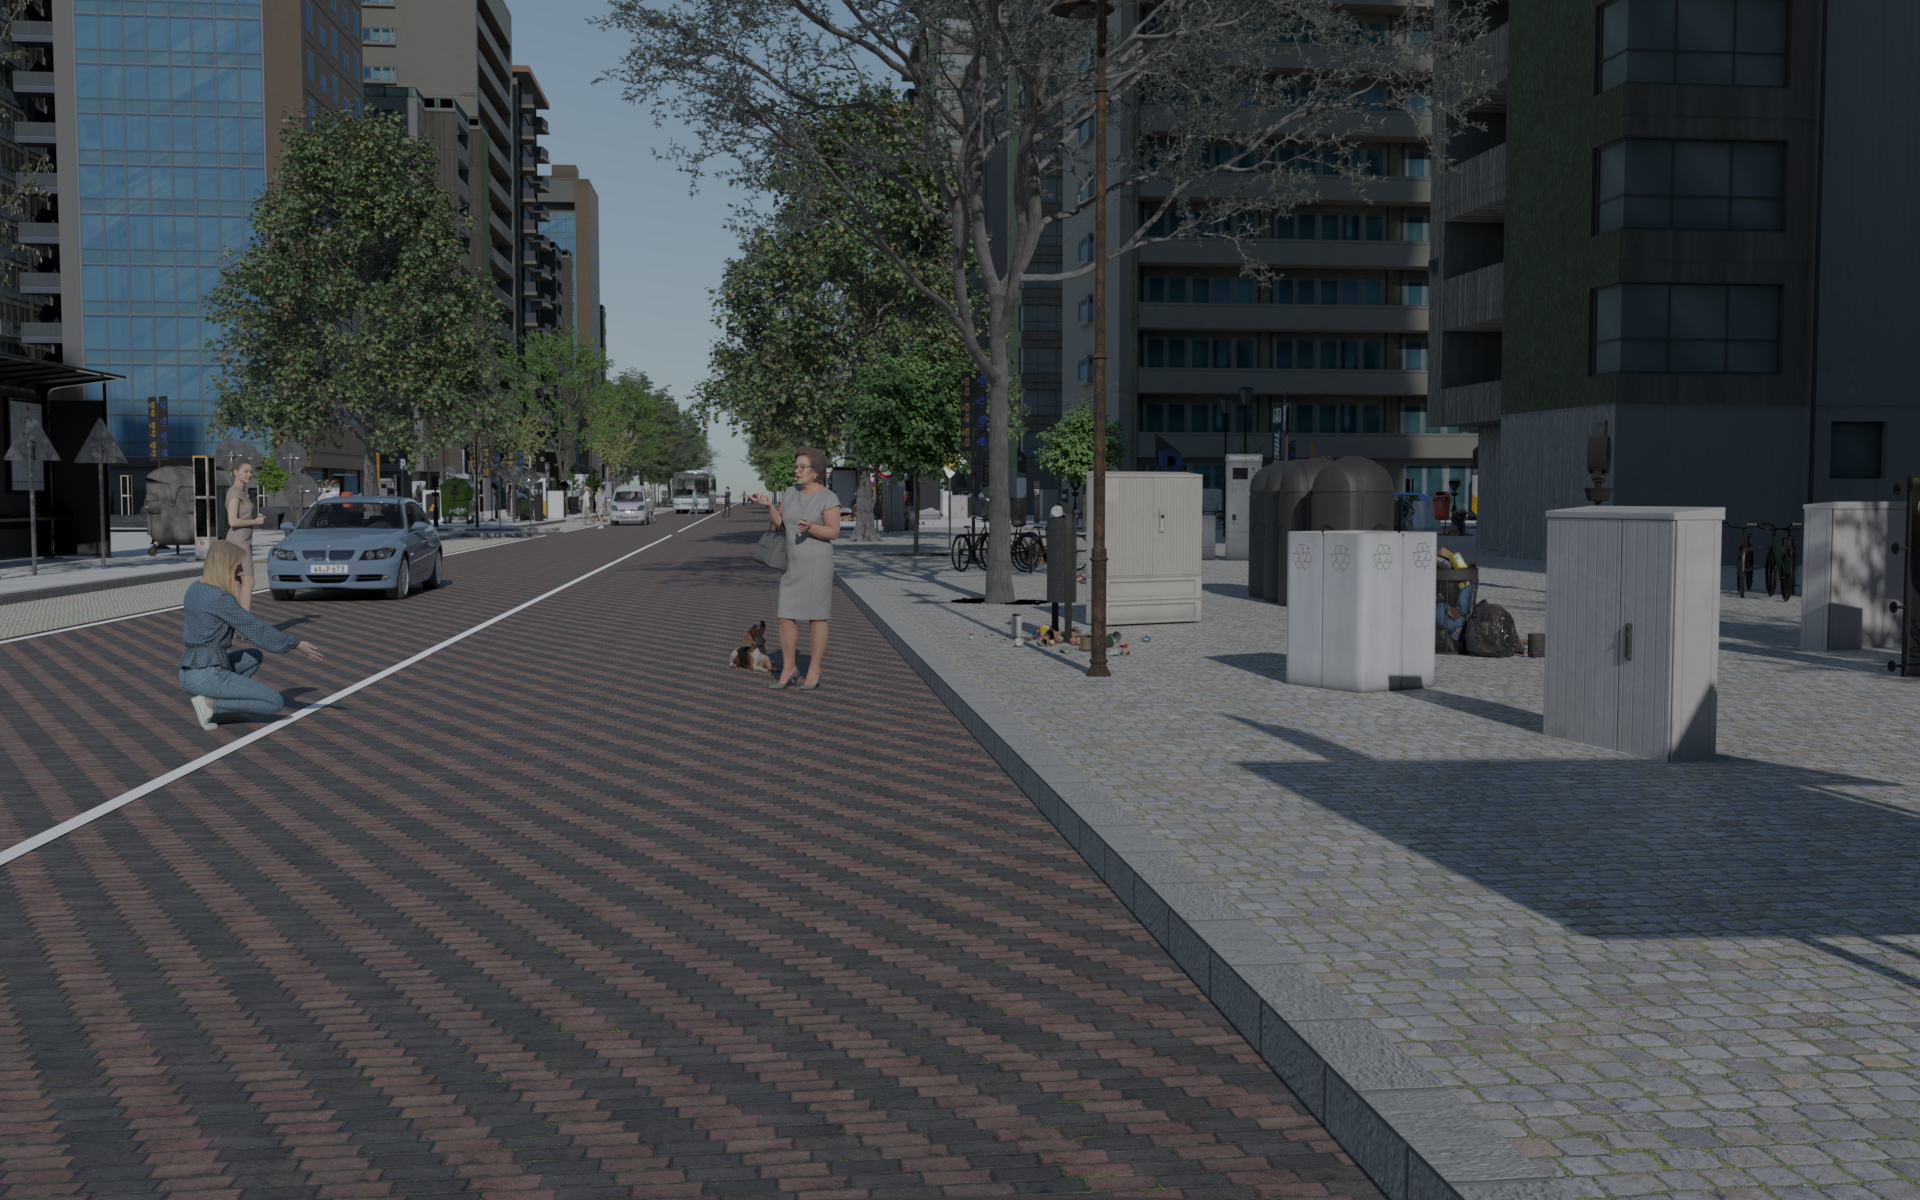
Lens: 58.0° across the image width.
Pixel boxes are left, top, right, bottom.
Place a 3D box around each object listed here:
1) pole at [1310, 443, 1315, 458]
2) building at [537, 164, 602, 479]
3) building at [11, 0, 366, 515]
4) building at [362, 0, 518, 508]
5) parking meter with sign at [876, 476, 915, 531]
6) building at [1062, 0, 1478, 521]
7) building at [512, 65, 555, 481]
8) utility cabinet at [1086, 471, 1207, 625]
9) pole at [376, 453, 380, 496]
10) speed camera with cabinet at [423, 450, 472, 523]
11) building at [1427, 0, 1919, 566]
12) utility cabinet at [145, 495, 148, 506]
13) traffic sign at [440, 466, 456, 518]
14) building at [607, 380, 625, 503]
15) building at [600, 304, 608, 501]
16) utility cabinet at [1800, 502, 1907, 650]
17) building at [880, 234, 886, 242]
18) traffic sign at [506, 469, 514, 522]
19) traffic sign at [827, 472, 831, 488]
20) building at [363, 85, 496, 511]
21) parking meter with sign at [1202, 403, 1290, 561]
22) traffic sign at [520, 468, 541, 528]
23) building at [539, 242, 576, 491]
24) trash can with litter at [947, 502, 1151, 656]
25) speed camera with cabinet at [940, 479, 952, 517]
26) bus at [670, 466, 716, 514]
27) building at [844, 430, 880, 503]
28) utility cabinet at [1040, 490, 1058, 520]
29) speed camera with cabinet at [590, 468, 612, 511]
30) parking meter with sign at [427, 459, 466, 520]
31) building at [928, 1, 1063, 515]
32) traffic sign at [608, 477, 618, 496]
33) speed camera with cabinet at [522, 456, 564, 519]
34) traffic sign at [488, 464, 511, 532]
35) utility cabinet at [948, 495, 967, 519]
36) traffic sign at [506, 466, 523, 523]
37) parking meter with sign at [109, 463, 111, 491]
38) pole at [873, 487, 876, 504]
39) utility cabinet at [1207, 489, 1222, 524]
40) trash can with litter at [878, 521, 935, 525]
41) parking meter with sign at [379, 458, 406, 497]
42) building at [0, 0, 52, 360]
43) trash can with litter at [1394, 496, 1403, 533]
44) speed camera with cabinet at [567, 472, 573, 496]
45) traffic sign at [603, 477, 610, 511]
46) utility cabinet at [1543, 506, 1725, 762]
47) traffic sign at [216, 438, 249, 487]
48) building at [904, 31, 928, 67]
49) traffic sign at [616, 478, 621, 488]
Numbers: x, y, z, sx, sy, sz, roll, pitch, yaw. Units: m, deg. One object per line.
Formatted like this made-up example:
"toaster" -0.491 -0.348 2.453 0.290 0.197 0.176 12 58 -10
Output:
"pole" 13.956 -4.575 68.652 0.158 3.312 0.155 0 3 0
"building" -57.233 -36.003 238.763 14.600 45.320 14.200 0 4 -7
"building" -41.251 -27.185 94.582 14.600 45.320 14.200 0 4 -7
"building" -50.410 -32.074 148.119 21.300 48.544 21.600 0 4 -7
"parking meter with sign" -2.280 -3.898 59.987 0.543 3.016 1.738 3 5 43
"building" 16.544 -28.572 90.859 21.600 48.544 21.300 0 4 -7
"building" -52.988 -31.730 173.403 22.147 44.769 28.867 0 4 -7
"utility cabinet" 1.822 -0.510 17.024 1.173 1.500 0.318 -2 4 -28
"pole" -28.782 -5.611 85.577 0.158 3.312 0.155 0 3 0
"speed camera with cabinet" -22.763 -5.047 76.862 2.038 3.252 0.660 0 4 -2
"building" 17.762 -16.256 37.482 14.160 30.474 14.107 0 4 -7
"utility cabinet" -40.305 -4.570 85.881 1.020 1.237 0.306 0 4 5
"traffic sign" -23.290 -4.815 78.830 0.768 2.556 0.104 0 4 -4
"building" -68.259 -26.253 274.269 27.650 21.520 28.899 0 4 -7
"building" -59.316 -29.449 253.196 14.160 30.474 14.107 0 4 -7
"utility cabinet" 7.522 -0.206 14.524 1.020 1.237 0.306 -2 4 -25
"building" 1.588 -33.003 194.226 22.147 44.769 28.867 0 4 -7
"traffic sign" -20.541 -4.863 79.620 0.768 2.556 0.104 0 4 -1
"traffic sign" -7.430 -6.046 98.965 0.768 2.556 0.104 0 4 2
"building" -42.229 -21.673 126.050 14.160 30.474 14.107 0 4 -7
"parking meter with sign" 5.459 -2.275 33.455 1.738 3.016 0.543 0 4 6
"traffic sign" -16.407 -3.824 66.159 0.795 2.450 0.064 0 4 -7
"building" -51.393 -25.928 195.620 14.160 30.474 14.107 0 4 -7
"trash can with litter" 0.851 -0.225 14.733 1.678 1.210 2.233 -1 4 -10
"speed camera with cabinet" -1.036 -6.377 98.601 0.660 3.252 2.038 -1 4 -19
"bus" -19.718 -8.202 128.965 2.948 3.499 13.247 0 4 -6
"building" -3.371 -25.714 265.456 27.650 21.520 28.899 0 4 -7
"utility cabinet" 4.294 -4.628 84.347 0.318 1.500 1.173 3 5 43
"speed camera with cabinet" -27.022 -8.282 129.750 2.038 3.252 0.660 2 4 35
"parking meter with sign" -25.157 -5.421 84.893 1.738 3.016 0.543 -1 4 -11
"building" 4.421 -27.420 131.909 14.154 41.232 14.086 0 4 -7
"traffic sign" -26.225 -8.006 131.009 0.768 2.556 0.104 0 3 0
"speed camera with cabinet" -21.769 -5.872 90.340 2.038 3.252 0.660 -2 4 -28
"traffic sign" -15.475 -3.339 58.229 0.795 2.450 0.064 0 4 -7
"utility cabinet" -0.112 -4.716 88.265 1.020 1.237 0.306 -2 4 -33
"traffic sign" -19.924 -4.727 77.396 0.768 2.556 0.104 0 4 -6
"parking meter with sign" -41.703 -5.399 84.533 0.543 3.016 1.738 -2 4 -25
"pole" -4.443 -5.937 90.908 0.158 3.312 0.155 0 3 0
"utility cabinet" 10.635 -3.992 73.943 1.173 1.500 0.318 -2 4 -33
"trash can with litter" -2.170 -3.741 72.228 2.233 1.210 1.678 1 4 21
"parking meter with sign" -28.064 -5.422 84.915 1.738 3.016 0.543 1 4 14
"building" -60.115 -24.199 87.535 23.993 40.220 32.217 0 4 -7
"trash can with litter" 12.928 -2.456 51.209 1.678 1.210 2.233 0 4 1
"speed camera with cabinet" -25.964 -7.164 111.459 2.038 3.252 0.660 0 4 -4
"traffic sign" -27.056 -8.107 132.659 0.768 2.556 0.104 0 4 0
"utility cabinet" 3.375 0.146 8.768 0.306 1.237 1.020 -1 4 -16
"traffic sign" -16.550 -2.403 39.388 0.768 2.556 0.104 0 4 3
"building" 5.894 -31.222 165.102 22.147 44.769 28.867 0 4 -7
"traffic sign" -26.625 -8.203 134.217 0.768 2.556 0.104 0 4 3
